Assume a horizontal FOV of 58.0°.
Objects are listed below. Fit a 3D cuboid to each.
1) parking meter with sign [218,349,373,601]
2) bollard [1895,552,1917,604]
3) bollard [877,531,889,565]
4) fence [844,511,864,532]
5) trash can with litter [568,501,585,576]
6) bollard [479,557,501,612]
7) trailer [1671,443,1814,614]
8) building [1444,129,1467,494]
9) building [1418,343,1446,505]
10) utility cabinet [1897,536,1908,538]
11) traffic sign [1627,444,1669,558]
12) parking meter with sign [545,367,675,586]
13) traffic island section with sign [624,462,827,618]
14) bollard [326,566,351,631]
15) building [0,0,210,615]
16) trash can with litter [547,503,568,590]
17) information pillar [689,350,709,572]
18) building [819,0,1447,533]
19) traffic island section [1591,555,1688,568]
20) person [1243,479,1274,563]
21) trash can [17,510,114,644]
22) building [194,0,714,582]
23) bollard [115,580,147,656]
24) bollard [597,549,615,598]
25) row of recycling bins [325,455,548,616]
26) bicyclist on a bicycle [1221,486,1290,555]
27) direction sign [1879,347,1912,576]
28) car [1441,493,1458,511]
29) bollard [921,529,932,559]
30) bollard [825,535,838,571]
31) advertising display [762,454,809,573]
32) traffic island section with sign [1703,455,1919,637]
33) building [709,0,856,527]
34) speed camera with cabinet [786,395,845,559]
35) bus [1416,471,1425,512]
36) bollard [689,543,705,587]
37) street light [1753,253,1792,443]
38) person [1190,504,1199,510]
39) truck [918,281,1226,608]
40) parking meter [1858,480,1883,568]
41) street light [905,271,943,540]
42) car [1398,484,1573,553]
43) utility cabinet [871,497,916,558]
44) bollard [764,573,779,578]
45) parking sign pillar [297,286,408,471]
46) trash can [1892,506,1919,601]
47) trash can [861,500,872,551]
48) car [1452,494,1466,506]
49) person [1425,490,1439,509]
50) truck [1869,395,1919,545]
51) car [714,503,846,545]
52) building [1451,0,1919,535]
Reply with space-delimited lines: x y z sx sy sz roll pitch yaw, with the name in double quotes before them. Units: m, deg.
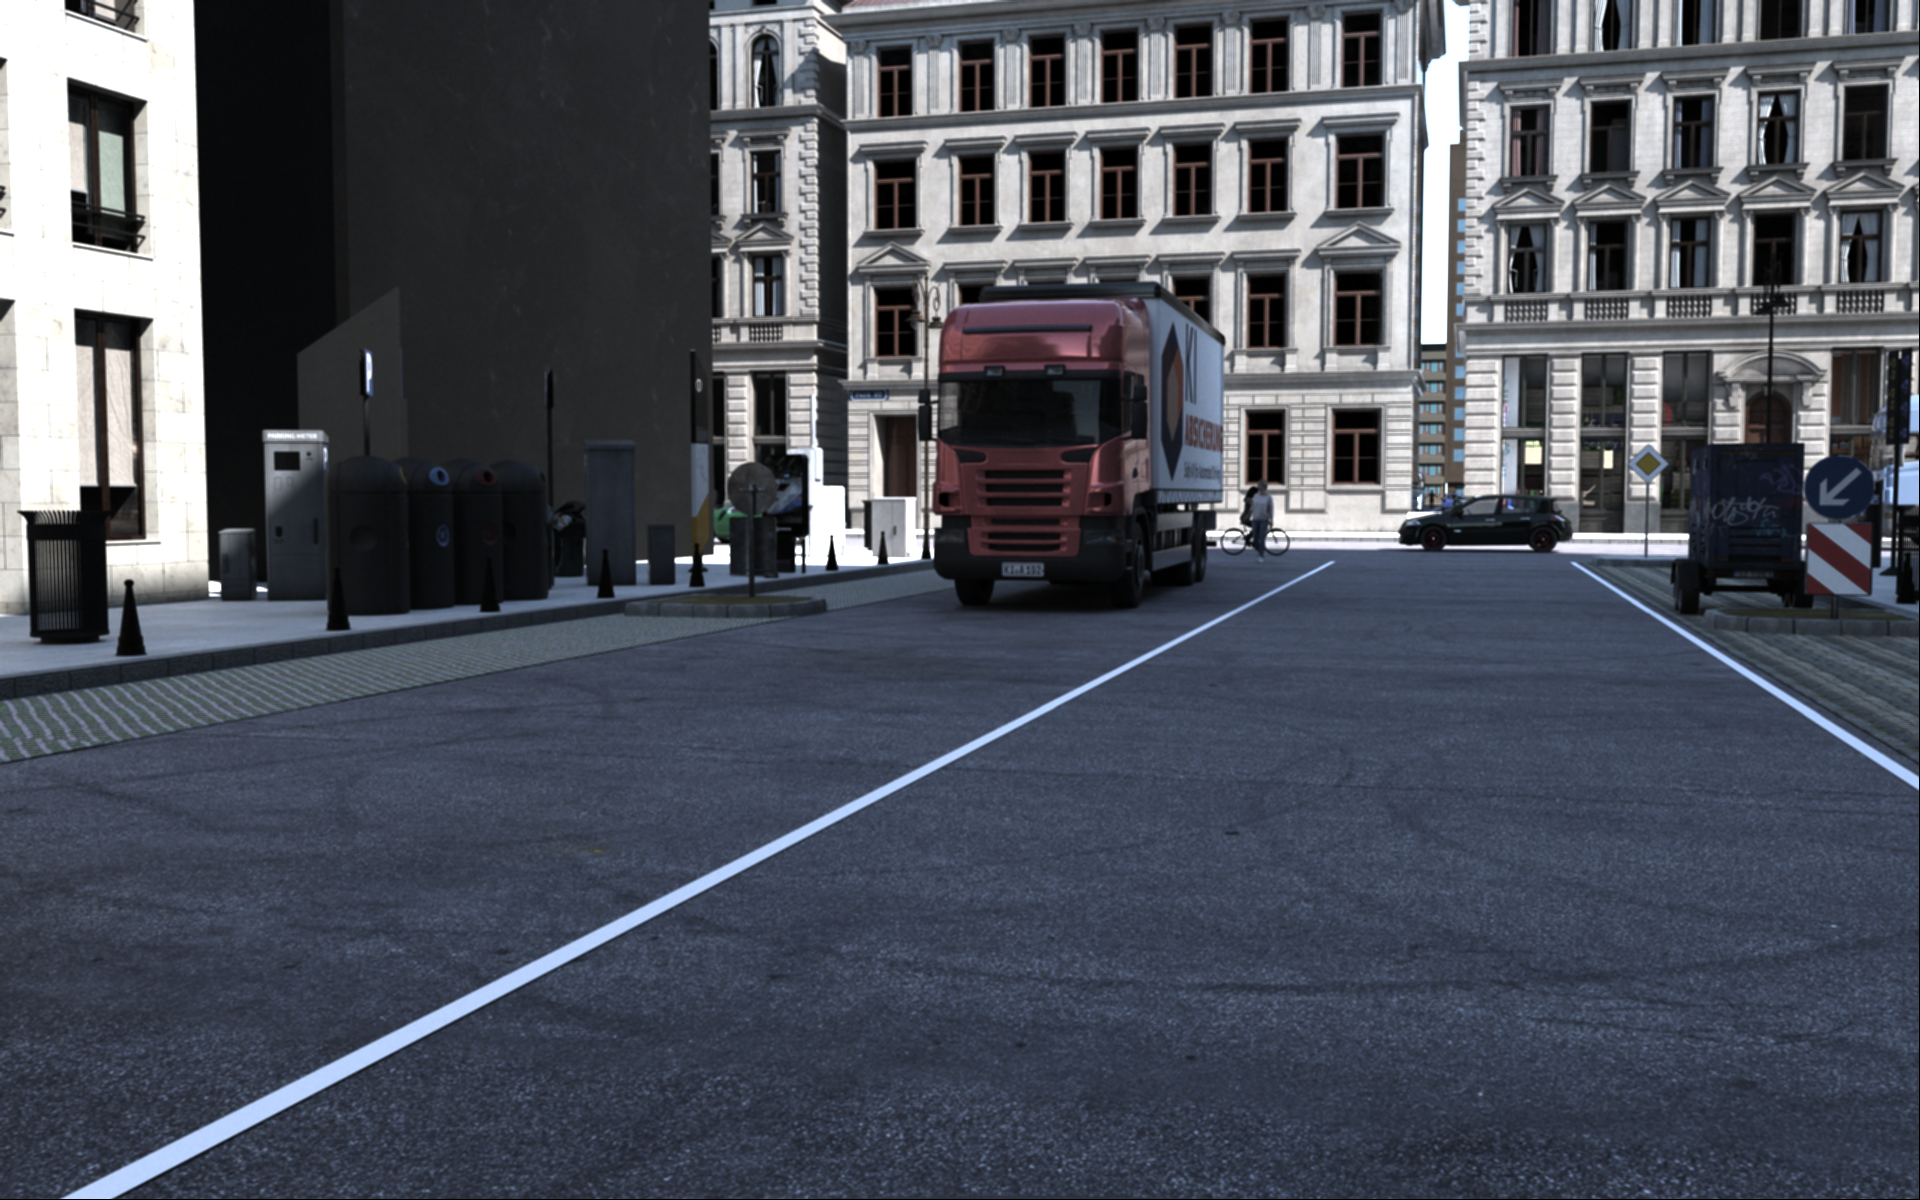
"parking meter with sign" -8.028 -1.510 20.944 1.738 3.016 0.543 -1 4 -11
"bollard" 11.091 -0.259 20.281 0.229 0.601 0.229 0 3 0
"bollard" -1.408 -0.953 31.618 0.229 0.601 0.229 0 3 0
"fence" -3.857 -2.742 60.201 0.278 0.683 2.069 -2 4 -35
"trash can with litter" -6.299 -0.959 27.060 1.055 1.170 0.624 3 4 37
"bollard" -5.127 -0.174 18.880 0.229 0.601 0.229 0 3 0
"trailer" 9.565 -0.874 21.347 1.471 1.999 3.904 1 4 18
"building" 67.545 -34.488 213.986 14.200 45.320 14.600 1 4 16
"building" 48.591 -23.342 226.675 28.899 21.520 27.650 1 4 16
"utility cabinet" 27.523 -2.540 50.212 1.173 1.500 0.318 -2 4 -33
"traffic sign" 13.846 -1.912 34.903 0.795 2.450 0.064 1 4 16
"parking meter with sign" -4.906 -1.717 24.328 1.738 3.016 0.543 -1 4 -16
"traffic island section with sign" -2.701 -0.748 20.863 1.989 1.847 2.006 1 4 16
"bollard" -5.871 -0.018 16.339 0.229 0.601 0.229 0 3 0
"building" -16.446 -9.729 13.828 10.420 20.320 16.860 1 4 16
"trash can with litter" -5.629 -0.707 22.947 0.624 1.170 1.055 0 4 -5
"information pillar" -4.289 -2.273 28.514 0.183 3.616 0.504 1 4 17
"building" 6.801 -13.930 63.913 21.152 22.565 11.583 1 4 16
"traffic island section" 13.871 -0.776 34.973 2.009 0.180 2.903 1 4 16
"person" 6.278 -1.660 36.320 0.731 1.740 0.598 2 4 28
"trash can" -7.715 -0.204 14.982 0.748 1.137 0.748 0 3 0
"building" -14.486 -12.379 32.075 15.834 23.373 12.332 1 4 16
"bollard" -6.610 0.138 13.793 0.229 0.601 0.229 0 3 0
"bollard" -4.383 -0.329 21.421 0.229 0.601 0.229 0 3 0
"row of recycling bins" -5.961 -0.780 19.869 1.069 1.692 3.534 1 4 19
"bicyclist on a bicycle" 6.905 -1.864 40.492 1.625 1.676 1.499 1 4 17
"direction sign" 14.727 -2.155 27.233 0.379 3.537 0.876 1 4 9
"car" 42.234 -8.504 148.638 1.945 1.707 3.694 1 4 15
"bollard" -0.666 -1.108 34.160 0.229 0.601 0.229 0 3 0
"bollard" -2.150 -0.797 29.077 0.229 0.601 0.229 0 3 0
"advertising display" -2.855 -1.411 28.287 0.974 1.923 0.123 3 5 40
"traffic island section with sign" 9.044 -0.597 18.382 1.989 1.847 2.006 1 4 16
"building" -12.824 -14.746 69.969 19.941 23.489 11.050 1 4 16
"speed camera with cabinet" -2.937 -2.503 35.260 0.660 3.252 2.038 1 4 14
"bus" 34.675 -8.556 134.750 2.948 3.499 13.247 1 4 17
"bollard" -3.641 -0.485 23.967 0.229 0.601 0.229 0 3 0
"street light" 15.579 -3.704 33.348 0.468 5.910 1.993 1 4 16
"person" 5.280 -1.621 39.688 0.352 1.250 0.332 0 4 1
"truck" 2.024 -2.229 25.355 2.839 4.237 11.283 1 4 15
"parking meter" 15.930 -1.340 30.315 0.372 1.533 0.369 0 3 0
"street light" -0.698 -3.876 36.153 0.468 5.910 1.993 1 4 16
"car" 13.162 -2.060 43.468 4.222 1.686 2.009 1 4 16
"utility cabinet" -1.348 -1.455 34.954 1.020 1.237 0.306 3 5 44
"bollard" -2.889 -0.642 26.534 0.229 0.601 0.229 0 3 0
"parking sign pillar" -7.958 -2.096 22.739 1.447 3.967 1.447 0 4 -3
"trash can" 11.680 -0.568 20.948 0.748 1.137 0.748 0 3 0
"trash can" -1.874 -1.698 39.412 0.748 1.137 0.748 0 3 0
"car" 40.113 -7.686 137.460 2.131 1.459 4.920 1 4 18
"person" 46.141 -9.846 169.413 1.348 1.831 0.705 1 4 14
"truck" 31.675 -3.181 41.762 18.799 4.110 2.967 1 4 18
"car" -5.714 -2.324 49.789 4.920 1.459 2.131 1 4 18
"building" 26.774 -14.044 58.504 19.941 23.489 11.050 1 4 16
